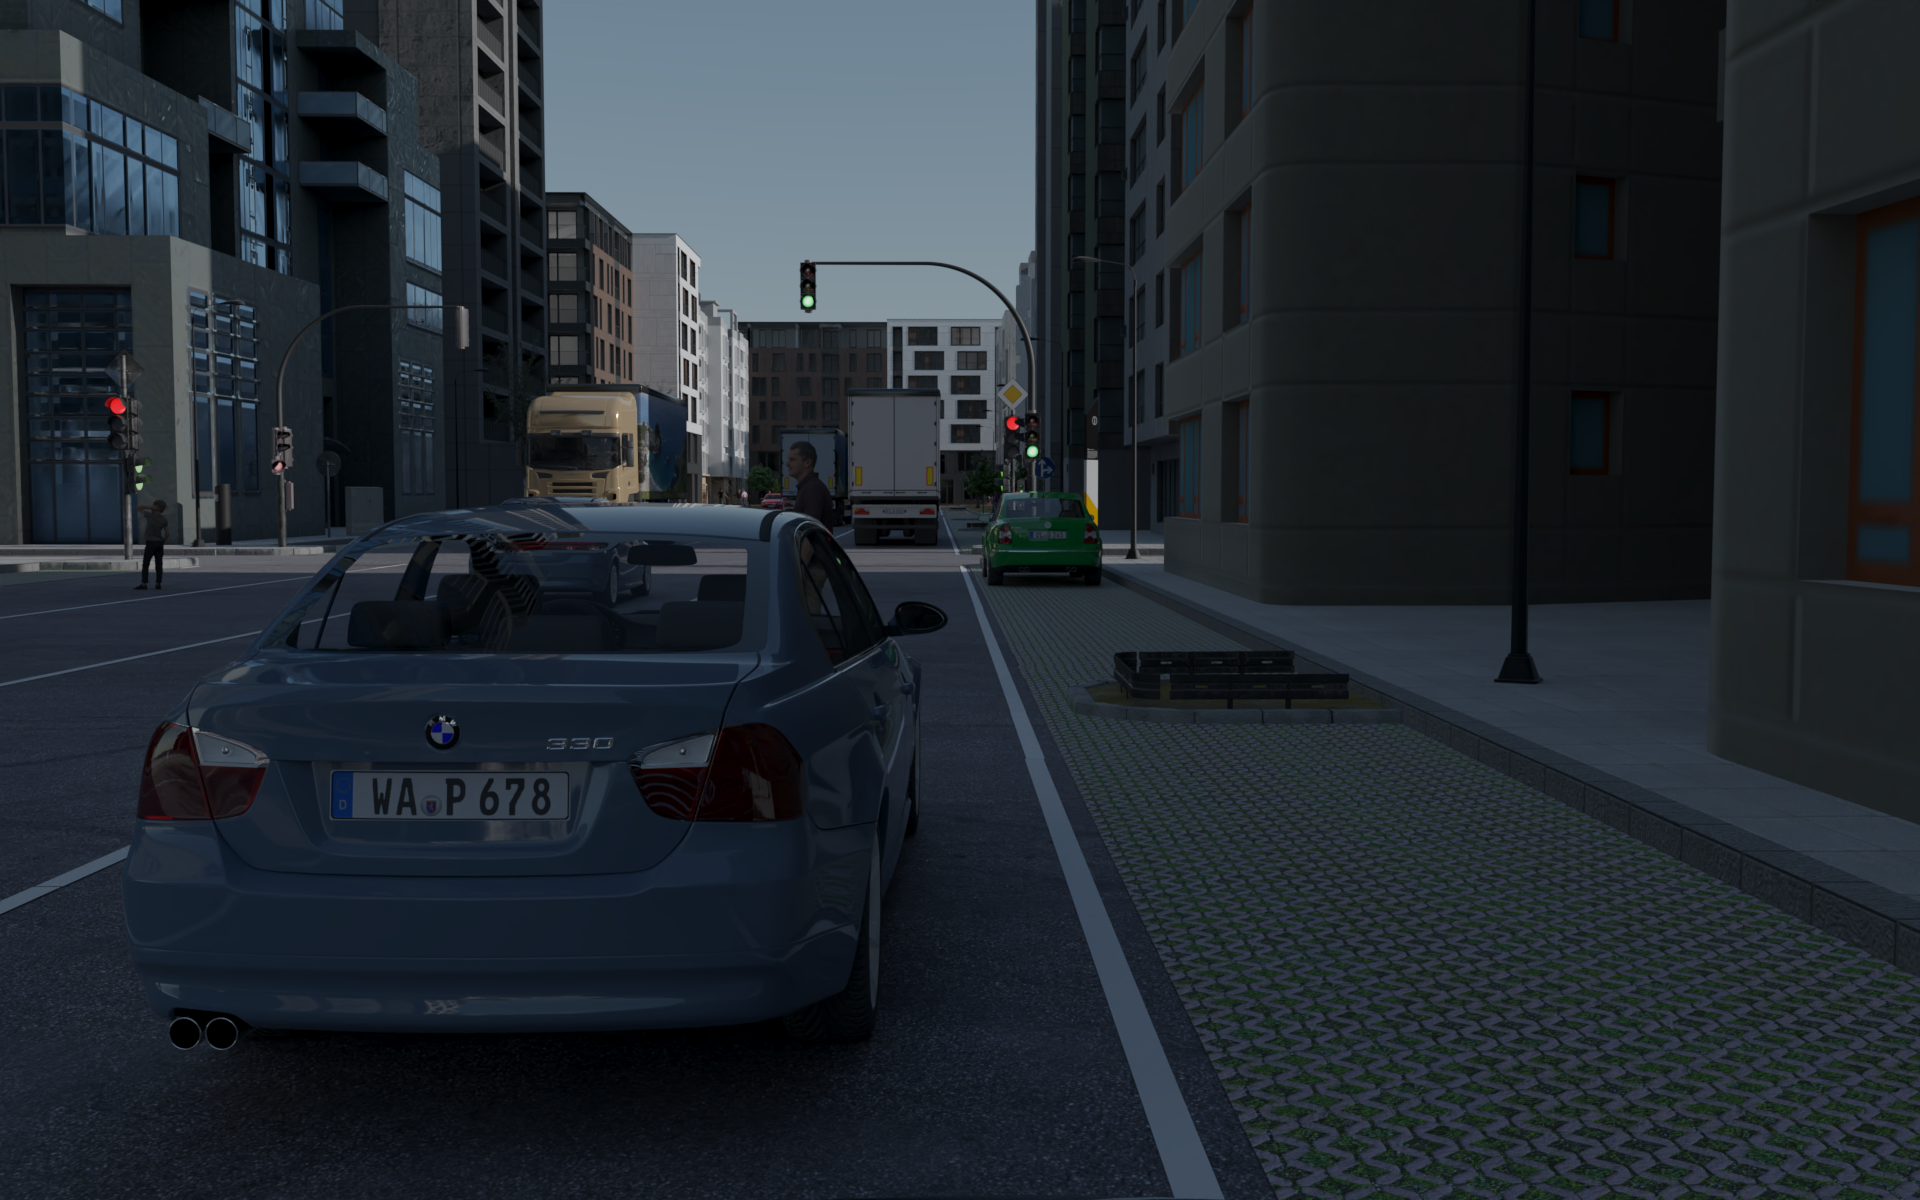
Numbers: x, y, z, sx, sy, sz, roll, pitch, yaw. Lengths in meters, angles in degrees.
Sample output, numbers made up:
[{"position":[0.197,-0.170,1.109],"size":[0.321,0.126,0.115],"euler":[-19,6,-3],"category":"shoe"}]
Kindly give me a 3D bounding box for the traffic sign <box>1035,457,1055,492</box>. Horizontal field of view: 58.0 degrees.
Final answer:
[{"position":[2.870,-3.622,59.318],"size":[0.768,2.556,0.104],"euler":[0,4,1],"category":"traffic sign"}]

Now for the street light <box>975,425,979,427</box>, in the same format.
[{"position":[1.728,-8.847,117.184],"size":[1.470,5.913,1.316],"euler":[0,4,-1],"category":"street light"}]

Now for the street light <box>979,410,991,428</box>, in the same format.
[{"position":[1.914,-7.512,95.360],"size":[1.470,5.913,1.316],"euler":[0,4,-1],"category":"street light"}]

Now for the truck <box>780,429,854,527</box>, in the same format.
[{"position":[-6.403,-5.552,79.690],"size":[2.839,4.237,11.283],"euler":[0,4,1],"category":"truck"}]

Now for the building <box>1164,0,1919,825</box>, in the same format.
[{"position":[17.427,-10.331,13.956],"size":[27.650,21.520,28.899],"euler":[0,4,-1],"category":"building"}]

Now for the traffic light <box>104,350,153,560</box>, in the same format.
[{"position":[-16.246,-2.743,33.764],"size":[0.839,4.253,0.868],"euler":[0,4,-1],"category":"traffic light"}]

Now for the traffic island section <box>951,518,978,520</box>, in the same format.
[{"position":[0.506,-4.409,94.955],"size":[1.991,0.108,1.994],"euler":[0,4,-1],"category":"traffic island section"}]

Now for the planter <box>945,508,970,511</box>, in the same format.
[{"position":[-0.218,-7.527,144.206],"size":[1.991,0.319,1.994],"euler":[0,4,-1],"category":"planter"}]

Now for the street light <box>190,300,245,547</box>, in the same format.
[{"position":[-17.827,-4.225,41.617],"size":[1.470,5.913,1.316],"euler":[0,4,-1],"category":"street light"}]

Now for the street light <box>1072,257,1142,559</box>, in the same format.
[{"position":[2.883,-3.762,34.047],"size":[1.470,5.913,1.316],"euler":[0,4,-1],"category":"street light"}]

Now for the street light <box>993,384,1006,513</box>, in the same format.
[{"position":[2.249,-6.155,73.167],"size":[1.470,5.913,1.316],"euler":[0,4,-1],"category":"street light"}]

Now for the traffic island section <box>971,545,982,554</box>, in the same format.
[{"position":[1.296,-1.214,42.137],"size":[2.009,0.180,2.903],"euler":[0,4,-1],"category":"traffic island section"}]

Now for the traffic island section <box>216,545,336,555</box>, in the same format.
[{"position":[-16.404,-1.199,41.882],"size":[2.009,0.180,2.903],"euler":[0,4,-1],"category":"traffic island section"}]

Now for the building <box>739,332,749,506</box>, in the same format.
[{"position":[-28.522,-20.007,183.540],"size":[11.380,20.091,16.016],"euler":[0,4,-1],"category":"building"}]

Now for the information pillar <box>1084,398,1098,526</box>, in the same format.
[{"position":[3.199,-3.109,42.191],"size":[0.183,3.616,0.504],"euler":[3,5,39],"category":"information pillar"}]

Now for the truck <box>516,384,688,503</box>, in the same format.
[{"position":[-9.329,-3.513,46.349],"size":[2.839,4.237,11.283],"euler":[0,4,-1],"category":"truck"}]

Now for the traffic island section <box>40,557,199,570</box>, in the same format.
[{"position":[-16.286,-0.711,33.898],"size":[2.009,0.180,2.903],"euler":[0,4,-1],"category":"traffic island section"}]

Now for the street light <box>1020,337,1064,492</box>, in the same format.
[{"position":[2.482,-4.817,51.296],"size":[1.470,5.913,1.316],"euler":[0,4,-1],"category":"street light"}]

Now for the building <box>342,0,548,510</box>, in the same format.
[{"position":[-30.948,-39.887,90.405],"size":[20.563,71.187,20.611],"euler":[0,4,-1],"category":"building"}]

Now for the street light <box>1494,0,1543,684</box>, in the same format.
[{"position":[3.280,-2.393,11.667],"size":[1.470,5.913,1.316],"euler":[0,4,-1],"category":"street light"}]

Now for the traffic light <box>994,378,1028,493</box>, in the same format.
[{"position":[1.256,-3.248,42.022],"size":[0.839,4.253,0.868],"euler":[0,4,-1],"category":"traffic light"}]

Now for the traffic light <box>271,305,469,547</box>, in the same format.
[{"position":[-14.273,-4.107,41.813],"size":[4.771,5.953,1.251],"euler":[0,4,-1],"category":"traffic light"}]

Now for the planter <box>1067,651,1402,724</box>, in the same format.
[{"position":[1.740,0.577,11.705],"size":[1.991,0.319,1.994],"euler":[0,4,-1],"category":"planter"}]

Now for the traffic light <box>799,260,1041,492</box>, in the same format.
[{"position":[-0.717,-3.621,33.866],"size":[4.771,5.953,1.251],"euler":[0,4,-1],"category":"traffic light"}]

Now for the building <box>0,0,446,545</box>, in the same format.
[{"position":[-31.020,-45.475,56.190],"size":[22.319,86.520,31.000],"euler":[0,4,-1],"category":"building"}]

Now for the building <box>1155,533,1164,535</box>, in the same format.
[{"position":[12.401,-17.019,49.963],"size":[14.107,30.474,14.160],"euler":[0,4,-1],"category":"building"}]

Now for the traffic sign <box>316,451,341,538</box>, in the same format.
[{"position":[-18.619,-3.116,51.051],"size":[0.768,2.556,0.104],"euler":[0,4,8],"category":"traffic sign"}]

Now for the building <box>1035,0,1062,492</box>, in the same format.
[{"position":[14.948,-34.260,102.153],"size":[21.231,58.520,28.212],"euler":[0,4,-1],"category":"building"}]

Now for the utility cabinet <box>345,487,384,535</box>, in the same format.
[{"position":[-18.374,-2.739,53.468],"size":[0.318,1.500,1.173],"euler":[2,4,33],"category":"utility cabinet"}]

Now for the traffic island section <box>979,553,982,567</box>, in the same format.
[{"position":[1.413,-0.726,34.153],"size":[2.009,0.180,2.903],"euler":[0,4,-1],"category":"traffic island section"}]

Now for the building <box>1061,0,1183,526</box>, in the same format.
[{"position":[11.655,-18.960,81.700],"size":[14.160,30.474,14.107],"euler":[0,4,-1],"category":"building"}]

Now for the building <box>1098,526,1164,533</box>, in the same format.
[{"position":[11.730,-18.087,67.423],"size":[14.160,30.474,14.107],"euler":[0,4,-1],"category":"building"}]

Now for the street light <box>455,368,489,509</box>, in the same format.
[{"position":[-18.107,-5.604,64.170],"size":[1.470,5.913,1.316],"euler":[0,4,-1],"category":"street light"}]

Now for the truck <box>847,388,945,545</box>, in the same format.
[{"position":[-1.832,-3.834,51.591],"size":[2.839,4.237,11.283],"euler":[0,4,-1],"category":"truck"}]
